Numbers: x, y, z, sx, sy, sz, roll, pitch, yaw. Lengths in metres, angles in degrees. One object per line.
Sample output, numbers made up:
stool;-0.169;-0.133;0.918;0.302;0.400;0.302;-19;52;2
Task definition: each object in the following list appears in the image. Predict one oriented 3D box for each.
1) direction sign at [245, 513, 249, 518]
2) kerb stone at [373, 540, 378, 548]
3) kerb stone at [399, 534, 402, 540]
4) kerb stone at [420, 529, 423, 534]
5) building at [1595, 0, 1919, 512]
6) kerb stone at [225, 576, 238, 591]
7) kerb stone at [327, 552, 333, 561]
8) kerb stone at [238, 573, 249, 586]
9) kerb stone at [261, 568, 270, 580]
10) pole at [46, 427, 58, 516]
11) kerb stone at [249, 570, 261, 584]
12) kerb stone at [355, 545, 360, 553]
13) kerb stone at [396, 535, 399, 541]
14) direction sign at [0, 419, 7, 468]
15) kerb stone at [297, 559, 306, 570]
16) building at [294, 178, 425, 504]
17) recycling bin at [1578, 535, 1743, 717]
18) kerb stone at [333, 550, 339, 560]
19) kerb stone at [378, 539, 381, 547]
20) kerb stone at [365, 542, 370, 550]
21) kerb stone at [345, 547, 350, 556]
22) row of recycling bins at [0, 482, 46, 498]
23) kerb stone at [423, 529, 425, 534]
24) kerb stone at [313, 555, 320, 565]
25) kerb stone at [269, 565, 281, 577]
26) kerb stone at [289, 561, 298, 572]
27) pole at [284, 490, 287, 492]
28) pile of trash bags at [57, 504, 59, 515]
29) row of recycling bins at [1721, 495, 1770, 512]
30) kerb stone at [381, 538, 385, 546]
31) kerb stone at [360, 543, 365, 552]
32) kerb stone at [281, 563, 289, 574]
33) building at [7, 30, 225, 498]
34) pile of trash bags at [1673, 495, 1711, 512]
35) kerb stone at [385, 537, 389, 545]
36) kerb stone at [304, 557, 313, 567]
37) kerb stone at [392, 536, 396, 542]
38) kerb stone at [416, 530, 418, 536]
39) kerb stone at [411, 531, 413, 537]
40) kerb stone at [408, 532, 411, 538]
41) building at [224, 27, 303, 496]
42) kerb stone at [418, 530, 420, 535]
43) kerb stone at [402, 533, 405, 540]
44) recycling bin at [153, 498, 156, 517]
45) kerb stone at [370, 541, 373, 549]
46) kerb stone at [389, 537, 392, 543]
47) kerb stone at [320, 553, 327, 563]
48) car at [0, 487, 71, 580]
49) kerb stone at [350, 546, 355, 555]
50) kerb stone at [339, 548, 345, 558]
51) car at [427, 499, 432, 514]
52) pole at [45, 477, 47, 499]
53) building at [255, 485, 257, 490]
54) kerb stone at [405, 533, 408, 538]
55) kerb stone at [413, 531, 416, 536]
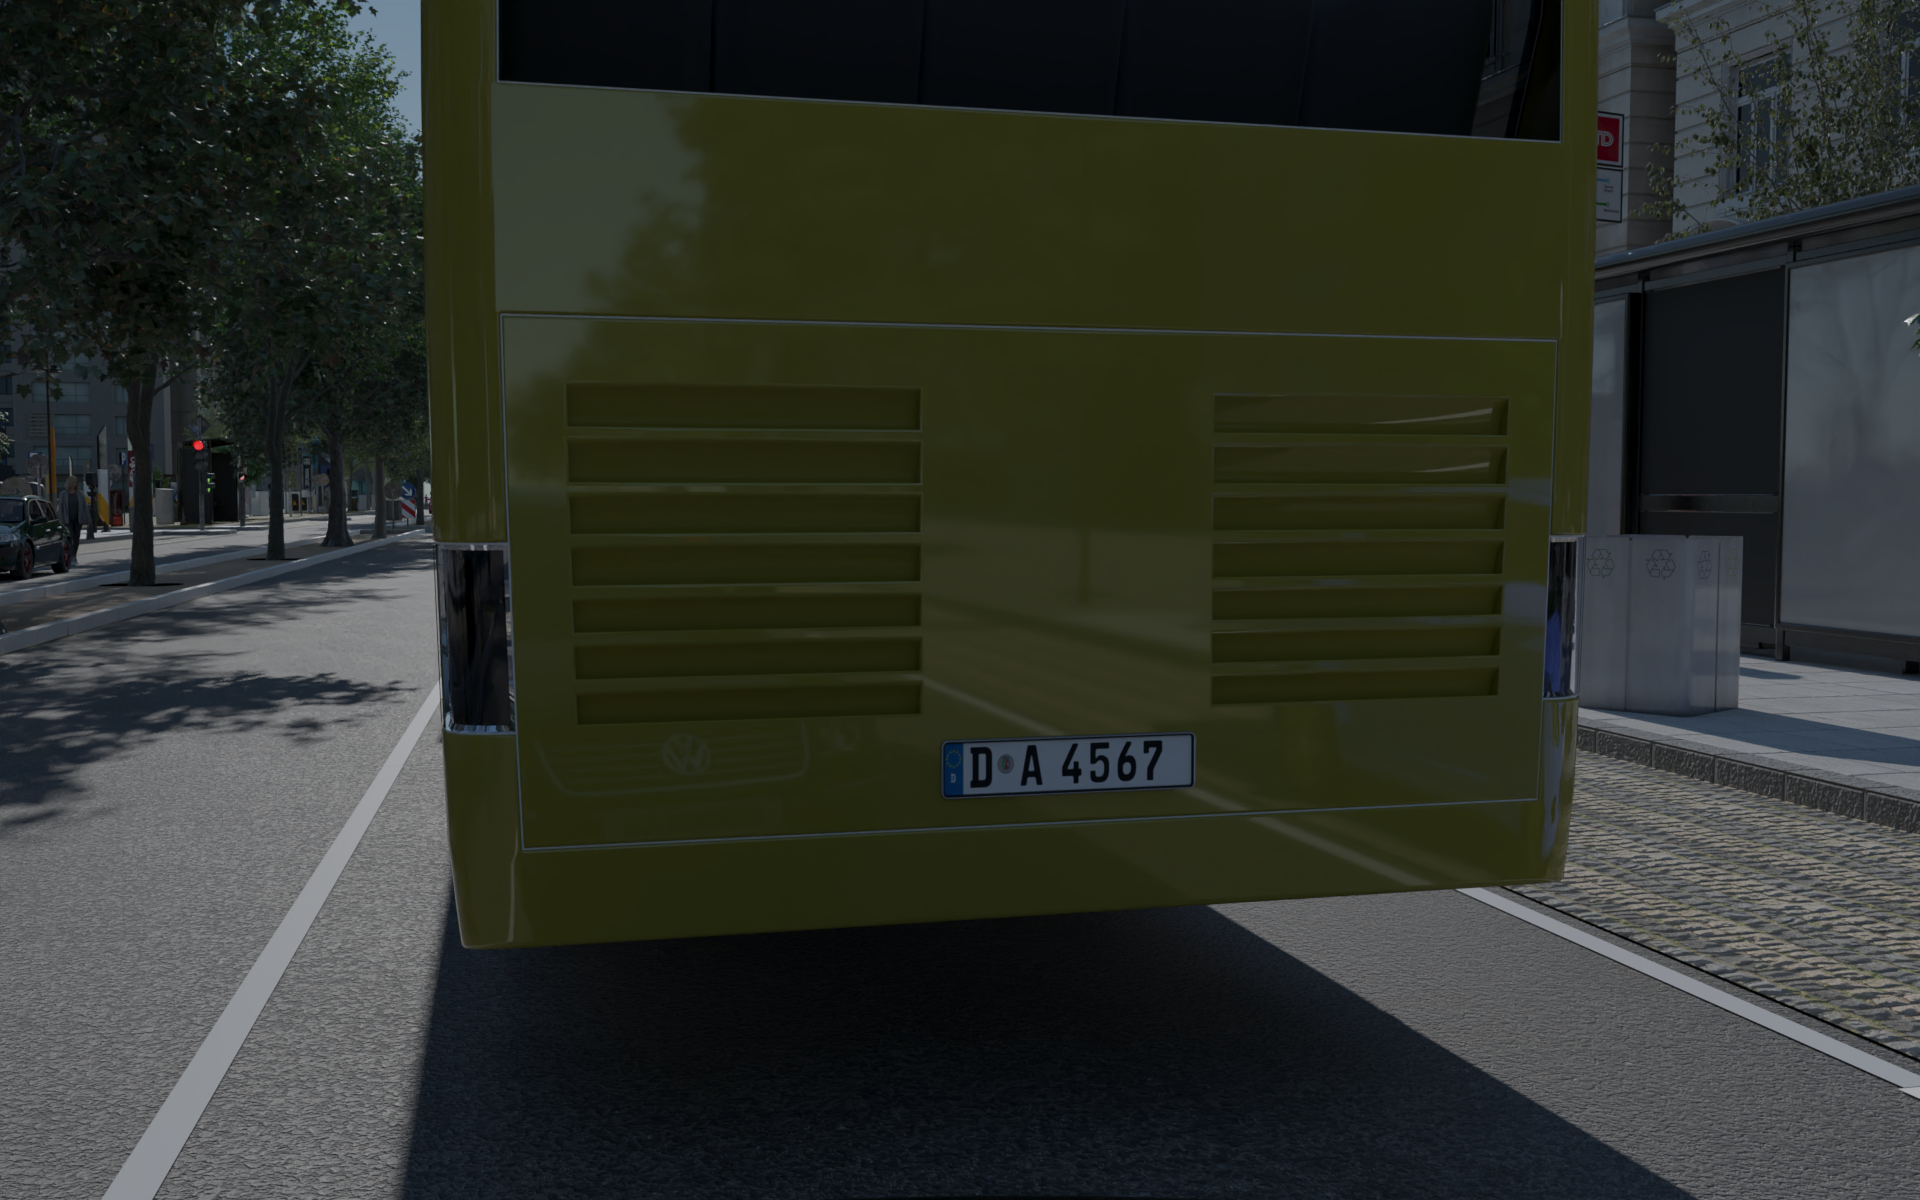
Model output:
direction sign;-38.286;-6.155;92.624;0.379;3.537;0.876;1;4;20
kerb stone;-15.630;-1.448;45.935;0.120;0.150;1.000;-1;4;-13
kerb stone;-17.240;-1.880;52.925;0.120;0.150;1.000;-1;4;-13
kerb stone;-19.090;-2.368;60.913;0.120;0.150;1.000;-1;4;-13
building;17.530;-15.901;45.892;13.634;28.700;20.117;-1;4;-13
kerb stone;-11.010;-0.228;25.936;0.120;0.150;1.000;-1;4;-13
kerb stone;-13.551;-0.901;36.919;0.120;0.150;1.000;-1;4;-13
kerb stone;-11.246;-0.286;26.942;0.120;0.150;1.000;-1;4;-13
kerb stone;-11.713;-0.412;28.941;0.120;0.150;1.000;-1;4;-13
pole;-27.779;-3.620;53.037;0.158;3.312;0.155;0;3;0
kerb stone;-11.473;-0.351;27.942;0.120;0.150;1.000;-1;4;-13
kerb stone;-14.709;-1.205;41.923;0.120;0.150;1.000;-1;4;-13
kerb stone;-17.010;-1.813;51.928;0.120;0.150;1.000;-1;4;-13
direction sign;-28.772;-3.652;51.712;0.876;3.537;0.379;1;4;21
kerb stone;-12.627;-0.656;32.929;0.120;0.150;1.000;-1;4;-13
building;-90.241;-38.122;242.902;30.456;49.044;23.786;-1;4;-13
recycling bin;4.189;0.132;10.400;0.722;1.027;0.722;-3;5;-42
kerb stone;-13.776;-0.959;37.918;0.120;0.150;1.000;-1;4;-13
kerb stone;-15.862;-1.513;46.933;0.120;0.150;1.000;-1;4;-13
kerb stone;-15.159;-1.329;43.928;0.120;0.150;1.000;-1;4;-13
kerb stone;-14.244;-1.084;39.921;0.120;0.150;1.000;-1;4;-13
row of recycling bins;-32.278;-3.156;58.719;1.069;1.692;3.534;0;4;7
kerb stone;-19.318;-2.427;61.910;0.120;0.150;1.000;-1;4;-13
kerb stone;-13.090;-0.779;34.928;0.120;0.150;1.000;-1;4;-13
kerb stone;-11.932;-0.474;29.940;0.120;0.150;1.000;-1;4;-13
kerb stone;-12.400;-0.596;31.932;0.120;0.150;1.000;-1;4;-13
pole;-53.464;-8.771;137.244;0.158;3.312;0.155;0;3;0
pile of trash bags;-39.454;-3.930;74.006;3.447;1.369;1.912;-2;4;-25
row of recycling bins;13.900;-1.307;28.483;1.069;1.692;3.534;-1;4;-15
kerb stone;-16.088;-1.570;47.933;0.120;0.150;1.000;-1;4;-13
kerb stone;-14.932;-1.268;42.928;0.120;0.150;1.000;-1;4;-13
kerb stone;-12.170;-0.535;30.936;0.120;0.150;1.000;-1;4;-13
building;-69.148;-28.114;143.262;14.154;41.232;14.086;-1;4;-13
pile of trash bags;10.479;-0.997;26.047;1.912;1.369;3.447;0;4;3
kerb stone;-16.315;-1.635;48.929;0.120;0.150;1.000;-1;4;-13
kerb stone;-12.858;-0.718;33.928;0.120;0.150;1.000;-1;4;-13
kerb stone;-16.784;-1.757;50.927;0.120;0.150;1.000;-1;4;-13
kerb stone;-18.628;-2.242;58.915;0.120;0.150;1.000;-1;4;-13
kerb stone;-18.164;-2.124;56.923;0.120;0.150;1.000;-1;4;-13
kerb stone;-17.931;-2.061;55.927;0.120;0.150;1.000;-1;4;-13
building;-88.097;-53.200;182.485;31.000;86.520;22.319;-1;4;-13
kerb stone;-18.859;-2.305;59.912;0.120;0.150;1.000;-1;4;-13
kerb stone;-17.477;-1.936;53.932;0.120;0.150;1.000;-1;4;-13
recycling bin;-45.782;-5.281;98.904;0.722;1.027;0.722;-3;4;-38
kerb stone;-15.402;-1.391;44.936;0.120;0.150;1.000;-1;4;-13
kerb stone;-16.550;-1.696;49.932;0.120;0.150;1.000;-1;4;-13
kerb stone;-13.316;-0.840;35.925;0.120;0.150;1.000;-1;4;-13
car;-16.738;-1.235;29.979;2.009;1.686;4.222;-1;4;-14
kerb stone;-14.472;-1.145;40.922;0.120;0.150;1.000;-1;4;-13
kerb stone;-14.007;-1.023;38.926;0.120;0.150;1.000;-1;4;-13
car;-37.775;-7.182;126.468;2.155;1.783;4.494;-1;4;-13
pole;-60.990;-7.457;115.767;0.158;3.312;0.155;0;3;0
building;-77.124;-44.092;159.159;20.563;71.187;20.611;-1;4;-13
kerb stone;-17.703;-2.002;54.931;0.120;0.150;1.000;-1;4;-13
kerb stone;-18.393;-2.185;57.920;0.120;0.150;1.000;-1;4;-13
